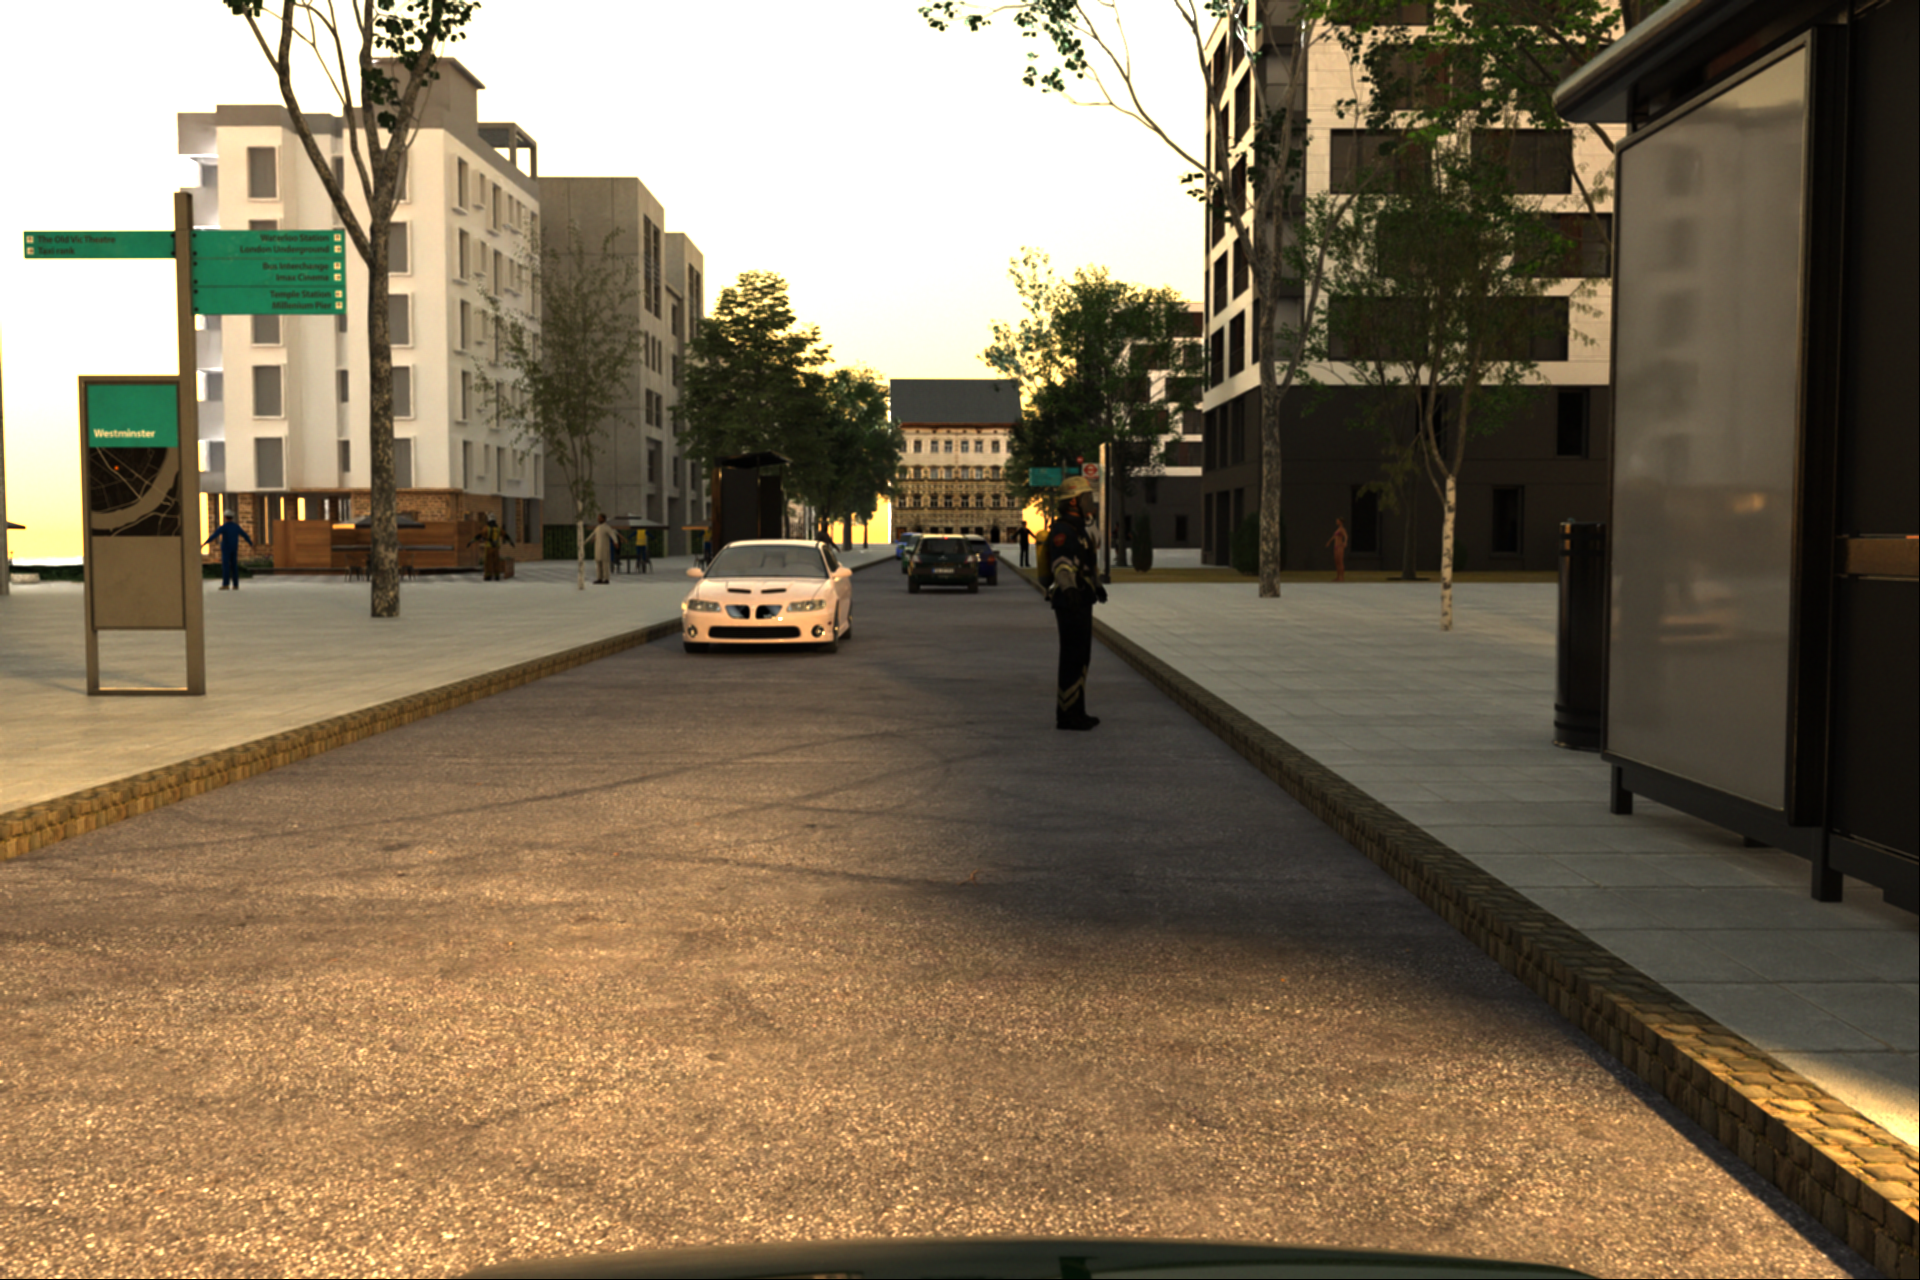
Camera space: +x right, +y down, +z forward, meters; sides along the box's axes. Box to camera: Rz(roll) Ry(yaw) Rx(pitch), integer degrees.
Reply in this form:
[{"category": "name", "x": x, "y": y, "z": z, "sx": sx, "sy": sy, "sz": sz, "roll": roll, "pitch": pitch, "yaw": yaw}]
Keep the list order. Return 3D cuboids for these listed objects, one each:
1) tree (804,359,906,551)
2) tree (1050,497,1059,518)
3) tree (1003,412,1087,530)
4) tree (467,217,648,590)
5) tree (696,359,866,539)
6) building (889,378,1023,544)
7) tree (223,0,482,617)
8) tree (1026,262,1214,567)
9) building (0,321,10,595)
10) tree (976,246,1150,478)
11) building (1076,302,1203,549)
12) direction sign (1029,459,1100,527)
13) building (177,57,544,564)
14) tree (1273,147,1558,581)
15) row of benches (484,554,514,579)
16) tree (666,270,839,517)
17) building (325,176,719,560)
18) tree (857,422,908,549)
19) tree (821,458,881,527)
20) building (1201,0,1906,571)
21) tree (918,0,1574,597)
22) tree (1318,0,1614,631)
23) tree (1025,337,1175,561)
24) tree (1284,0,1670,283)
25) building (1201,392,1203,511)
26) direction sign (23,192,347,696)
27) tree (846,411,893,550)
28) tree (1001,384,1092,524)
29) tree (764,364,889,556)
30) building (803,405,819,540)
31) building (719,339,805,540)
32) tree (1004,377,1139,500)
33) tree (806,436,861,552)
[{"category": "tree", "x": -8.493, "y": -13.538, "z": 128.000, "sx": 9.857, "sy": 13.997, "sz": 8.962, "roll": 0, "pitch": 3, "yaw": 0}, {"category": "tree", "x": 16.067, "y": -19.678, "z": 239.863, "sx": 7.486, "sy": 12.596, "sz": 7.792, "roll": 0, "pitch": 3, "yaw": 0}, {"category": "tree", "x": 7.263, "y": -13.322, "z": 143.578, "sx": 9.928, "sy": 11.665, "sz": 9.643, "roll": 0, "pitch": 3, "yaw": 0}, {"category": "tree", "x": -8.574, "y": -5.480, "z": 39.967, "sx": 4.360, "sy": 8.622, "sz": 3.978, "roll": 0, "pitch": 3, "yaw": 0}, {"category": "tree", "x": -8.771, "y": -9.362, "z": 87.473, "sx": 8.767, "sy": 10.594, "sz": 7.601, "roll": -2, "pitch": 4, "yaw": -31}, {"category": "building", "x": -0.859, "y": -25.072, "z": 243.308, "sx": 18.063, "sy": 23.208, "sz": 19.493, "roll": 0, "pitch": 4, "yaw": -3}, {"category": "tree", "x": -10.406, "y": -10.420, "z": 26.259, "sx": 12.611, "sy": 20.169, "sz": 13.585, "roll": 0, "pitch": 3, "yaw": 0}, {"category": "tree", "x": 6.175, "y": -8.655, "z": 67.265, "sx": 9.928, "sy": 11.665, "sz": 9.643, "roll": 0, "pitch": 3, "yaw": 0}, {"category": "building", "x": -28.517, "y": -9.412, "z": 20.341, "sx": 16.747, "sy": 18.905, "sz": 31.486, "roll": 0, "pitch": 4, "yaw": 0}, {"category": "tree", "x": 5.557, "y": -15.939, "z": 116.495, "sx": 12.611, "sy": 20.169, "sz": 13.585, "roll": 0, "pitch": 3, "yaw": 0}, {"category": "building", "x": 25.069, "y": -19.877, "z": 168.965, "sx": 27.936, "sy": 21.610, "sz": 32.646, "roll": 0, "pitch": 4, "yaw": 1}, {"category": "direction sign", "x": 3.730, "y": -4.449, "z": 61.500, "sx": 2.525, "sy": 3.948, "sz": 1.411, "roll": 0, "pitch": 3, "yaw": 0}, {"category": "building", "x": -25.102, "y": -13.074, "z": 70.185, "sx": 16.016, "sy": 20.090, "sz": 11.380, "roll": 0, "pitch": 4, "yaw": 1}, {"category": "tree", "x": 12.462, "y": -7.474, "z": 47.949, "sx": 9.928, "sy": 11.665, "sz": 9.643, "roll": 0, "pitch": 3, "yaw": 0}, {"category": "row of benches", "x": -13.517, "y": -2.162, "z": 50.814, "sx": 1.422, "sy": 0.672, "sz": 4.104, "roll": -1, "pitch": 4, "yaw": -11}, {"category": "tree", "x": -9.018, "y": -9.599, "z": 75.078, "sx": 7.486, "sy": 12.596, "sz": 7.792, "roll": 0, "pitch": 3, "yaw": 0}, {"category": "building", "x": -24.477, "y": -14.386, "z": 101.671, "sx": 16.747, "sy": 18.905, "sz": 31.486, "roll": 0, "pitch": 4, "yaw": -1}, {"category": "tree", "x": -8.360, "y": -13.818, "z": 151.686, "sx": 9.928, "sy": 11.665, "sz": 9.643, "roll": 0, "pitch": 3, "yaw": 0}, {"category": "tree", "x": -15.625, "y": -20.426, "z": 240.613, "sx": 9.857, "sy": 13.997, "sz": 8.962, "roll": 0, "pitch": 3, "yaw": 0}, {"category": "building", "x": 24.220, "y": -14.166, "z": 75.590, "sx": 27.936, "sy": 21.610, "sz": 32.646, "roll": 0, "pitch": 3, "yaw": 0}, {"category": "tree", "x": 5.473, "y": -10.855, "z": 33.372, "sx": 12.611, "sy": 20.169, "sz": 13.585, "roll": 0, "pitch": 3, "yaw": 0}, {"category": "tree", "x": 6.296, "y": -4.420, "z": 22.623, "sx": 4.360, "sy": 8.622, "sz": 3.978, "roll": 0, "pitch": 3, "yaw": 0}, {"category": "tree", "x": 6.533, "y": -8.999, "z": 81.540, "sx": 7.601, "sy": 10.594, "sz": 8.767, "roll": 0, "pitch": 4, "yaw": 2}, {"category": "tree", "x": 6.610, "y": -5.497, "z": 15.636, "sx": 9.928, "sy": 11.665, "sz": 9.643, "roll": 0, "pitch": 3, "yaw": 0}, {"category": "building", "x": 23.383, "y": -16.696, "z": 129.399, "sx": 16.016, "sy": 20.090, "sz": 11.380, "roll": 0, "pitch": 4, "yaw": 0}, {"category": "direction sign", "x": -6.070, "y": -1.557, "z": 14.220, "sx": 2.525, "sy": 3.948, "sz": 1.411, "roll": 0, "pitch": 4, "yaw": 1}, {"category": "tree", "x": -8.682, "y": -12.993, "z": 138.182, "sx": 9.928, "sy": 11.665, "sz": 9.643, "roll": 0, "pitch": 3, "yaw": 0}, {"category": "tree", "x": 6.728, "y": -13.035, "z": 131.247, "sx": 7.486, "sy": 12.596, "sz": 7.792, "roll": 0, "pitch": 3, "yaw": 0}, {"category": "tree", "x": -8.010, "y": -10.854, "z": 103.224, "sx": 9.928, "sy": 11.665, "sz": 9.643, "roll": 0, "pitch": 3, "yaw": 0}, {"category": "building", "x": -26.858, "y": -20.909, "z": 208.322, "sx": 16.747, "sy": 18.905, "sz": 31.486, "roll": 0, "pitch": 4, "yaw": 1}, {"category": "building", "x": -26.550, "y": -21.439, "z": 181.448, "sx": 19.493, "sy": 23.208, "sz": 18.063, "roll": 0, "pitch": 4, "yaw": 1}, {"category": "tree", "x": 6.828, "y": -10.066, "z": 98.986, "sx": 7.601, "sy": 10.594, "sz": 8.767, "roll": 3, "pitch": 4, "yaw": 37}, {"category": "tree", "x": -8.750, "y": -10.281, "z": 118.451, "sx": 4.737, "sy": 8.622, "sz": 4.395, "roll": 0, "pitch": 3, "yaw": 0}]
